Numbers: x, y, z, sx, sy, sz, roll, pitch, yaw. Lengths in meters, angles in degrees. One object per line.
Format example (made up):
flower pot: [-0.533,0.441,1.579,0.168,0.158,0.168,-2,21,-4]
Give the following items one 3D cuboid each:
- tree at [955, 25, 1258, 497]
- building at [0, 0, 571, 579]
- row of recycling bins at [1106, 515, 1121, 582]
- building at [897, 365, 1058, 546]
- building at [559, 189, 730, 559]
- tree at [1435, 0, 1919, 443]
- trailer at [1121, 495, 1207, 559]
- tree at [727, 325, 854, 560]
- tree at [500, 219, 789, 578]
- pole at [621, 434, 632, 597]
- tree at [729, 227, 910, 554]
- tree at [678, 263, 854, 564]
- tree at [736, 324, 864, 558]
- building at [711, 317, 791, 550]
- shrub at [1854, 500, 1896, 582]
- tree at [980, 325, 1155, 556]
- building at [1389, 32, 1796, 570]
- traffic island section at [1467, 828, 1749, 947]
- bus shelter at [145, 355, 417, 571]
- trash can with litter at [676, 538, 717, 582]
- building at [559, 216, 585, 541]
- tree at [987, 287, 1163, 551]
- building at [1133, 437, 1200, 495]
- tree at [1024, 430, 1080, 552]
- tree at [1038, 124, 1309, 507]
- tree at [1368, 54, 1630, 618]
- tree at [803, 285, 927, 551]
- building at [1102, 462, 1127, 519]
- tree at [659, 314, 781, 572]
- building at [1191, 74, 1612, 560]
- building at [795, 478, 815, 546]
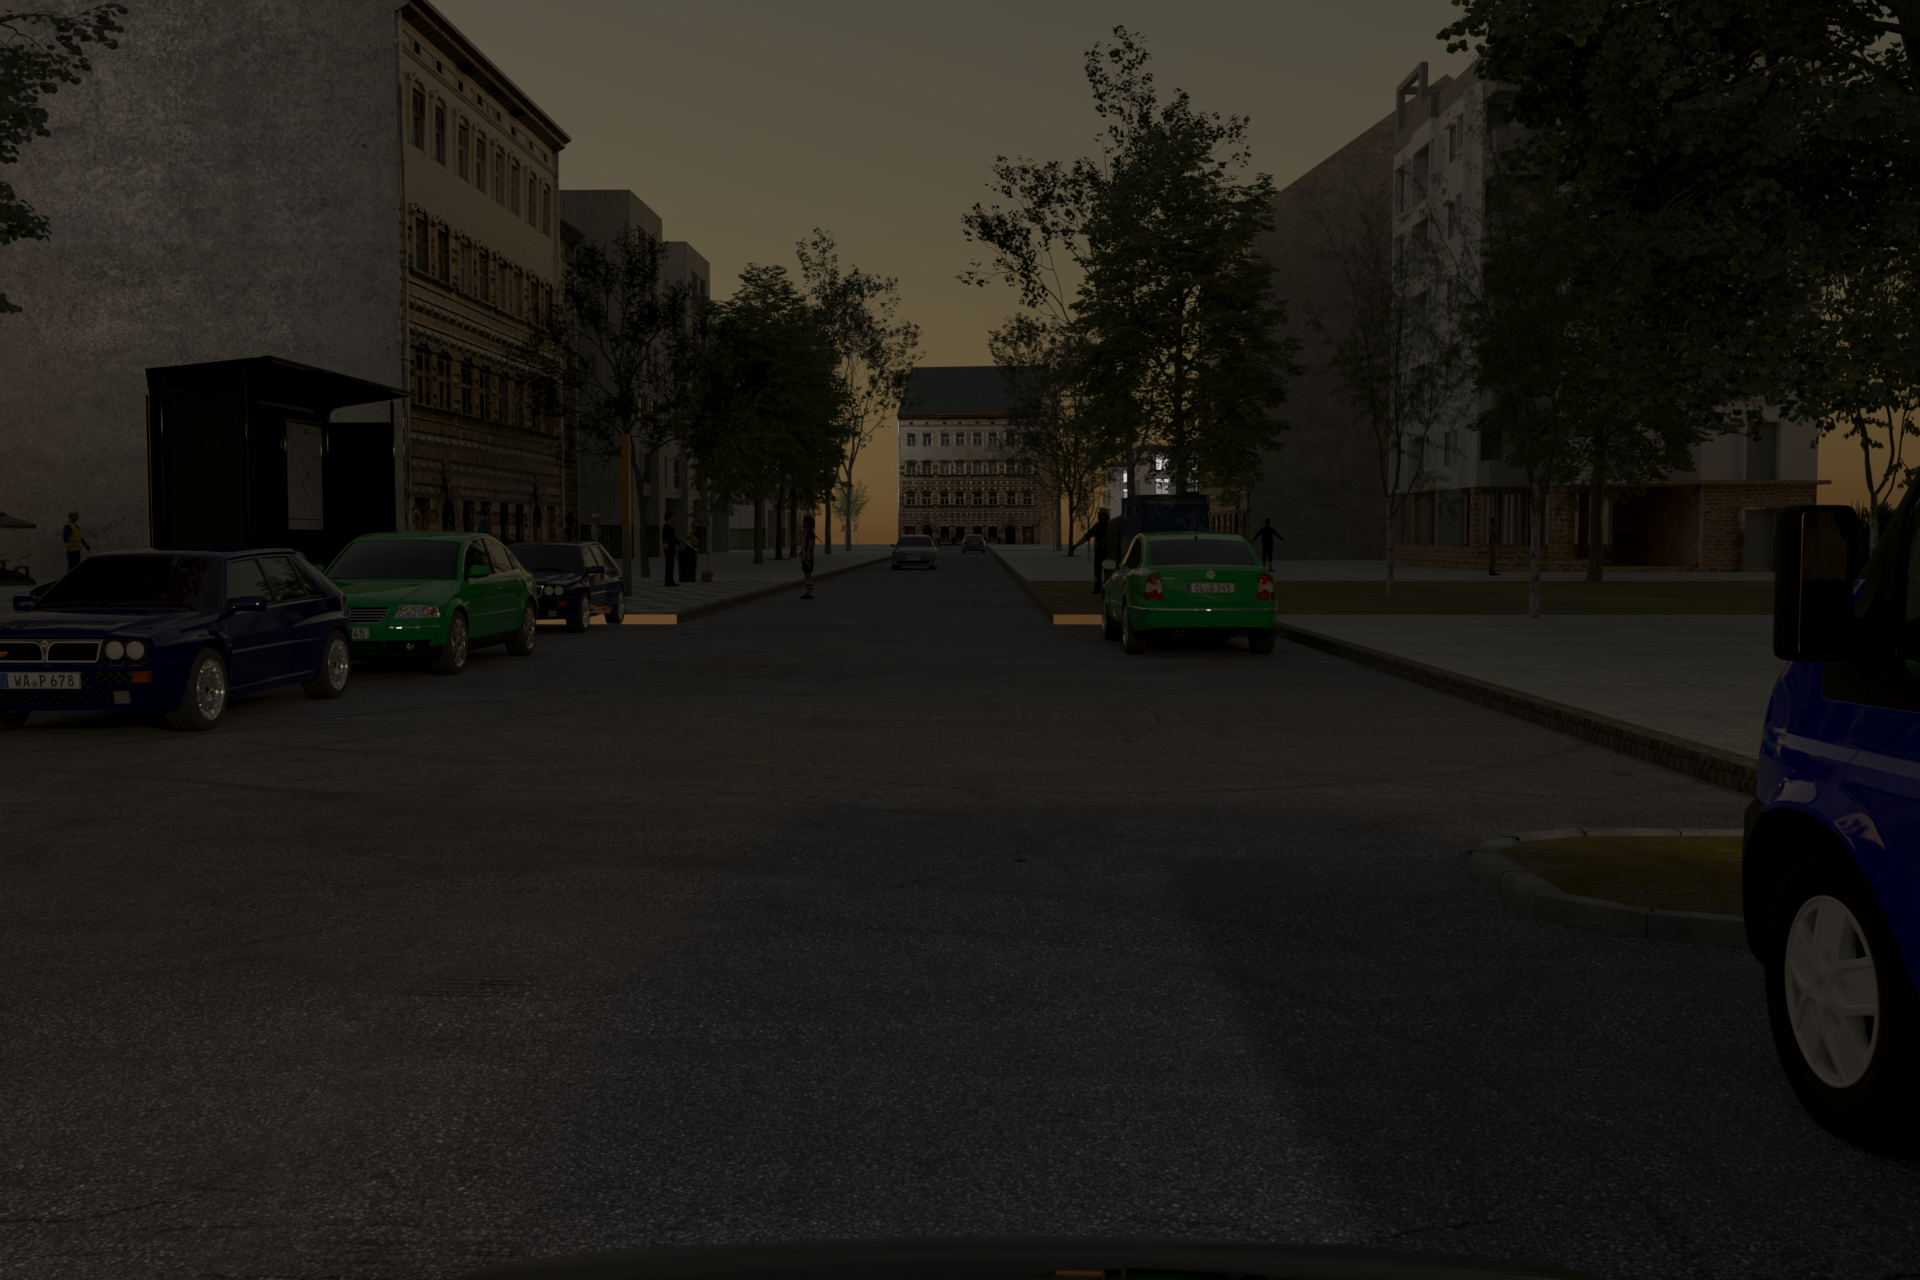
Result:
tree: [5.755,-12.948,67.596,12.611,20.169,13.585,0,3,0]
building: [-24.696,-13.853,57.433,19.493,23.208,18.063,0,4,1]
row of recycling bins: [3.439,-1.663,34.302,1.069,1.692,3.534,0,4,-1]
building: [2.624,-23.951,224.982,18.063,23.208,19.493,1,4,10]
building: [-24.873,-14.598,105.132,16.747,18.905,31.486,0,4,1]
tree: [9.031,-6.652,15.421,9.857,13.997,8.962,0,3,0]
trailer: [3.066,-1.221,27.006,1.471,1.999,3.904,0,4,-1]
tree: [-8.791,-9.741,85.013,9.928,11.665,9.643,0,3,0]
tree: [-9.268,-7.124,50.893,8.767,10.594,7.601,-1,4,-10]
pole: [-6.818,-2.542,35.406,0.158,3.312,0.155,0,3,0]
tree: [-9.401,-15.541,109.992,12.611,20.169,13.585,0,3,0]
tree: [-8.258,-9.450,72.630,7.486,12.596,7.792,0,3,0]
tree: [-9.100,-10.744,93.788,7.486,12.596,7.792,0,3,0]
building: [-24.966,-17.769,156.979,16.747,18.905,31.486,0,4,1]
shrub: [19.202,-1.929,35.953,1.690,2.028,1.600,0,3,0]
tree: [6.492,-11.571,99.563,12.009,13.543,11.850,0,3,0]
building: [23.117,-13.118,70.907,16.016,20.090,11.380,0,4,1]
traffic island section: [3.143,0.973,6.953,1.991,0.108,1.994,0,3,0]
bus shelter: [-9.916,-2.118,25.909,1.731,3.624,6.357,0,3,0]
trash can with litter: [-7.013,-2.122,46.076,1.055,1.170,0.624,0,4,1]
building: [-28.819,-15.172,78.990,19.493,23.208,18.063,0,4,1]
tree: [8.733,-16.834,131.118,12.611,20.169,13.585,0,3,0]
building: [21.434,-13.536,163.466,9.099,9.664,28.070,0,4,1]
tree: [6.571,-10.397,120.351,4.360,8.622,3.978,0,3,0]
tree: [6.041,-8.012,49.125,7.486,12.596,7.792,0,3,0]
tree: [9.017,-4.649,26.370,4.360,8.622,3.978,0,3,0]
tree: [-8.397,-16.789,130.390,12.611,20.169,13.585,0,3,0]
building: [21.923,-15.833,201.010,9.099,9.664,28.070,0,4,1]
tree: [-8.442,-6.656,59.186,4.737,8.622,4.395,0,3,0]
building: [23.248,-15.993,92.413,19.493,23.208,18.063,0,3,0]
building: [-26.184,-21.978,190.276,19.493,23.208,18.063,0,4,1]
